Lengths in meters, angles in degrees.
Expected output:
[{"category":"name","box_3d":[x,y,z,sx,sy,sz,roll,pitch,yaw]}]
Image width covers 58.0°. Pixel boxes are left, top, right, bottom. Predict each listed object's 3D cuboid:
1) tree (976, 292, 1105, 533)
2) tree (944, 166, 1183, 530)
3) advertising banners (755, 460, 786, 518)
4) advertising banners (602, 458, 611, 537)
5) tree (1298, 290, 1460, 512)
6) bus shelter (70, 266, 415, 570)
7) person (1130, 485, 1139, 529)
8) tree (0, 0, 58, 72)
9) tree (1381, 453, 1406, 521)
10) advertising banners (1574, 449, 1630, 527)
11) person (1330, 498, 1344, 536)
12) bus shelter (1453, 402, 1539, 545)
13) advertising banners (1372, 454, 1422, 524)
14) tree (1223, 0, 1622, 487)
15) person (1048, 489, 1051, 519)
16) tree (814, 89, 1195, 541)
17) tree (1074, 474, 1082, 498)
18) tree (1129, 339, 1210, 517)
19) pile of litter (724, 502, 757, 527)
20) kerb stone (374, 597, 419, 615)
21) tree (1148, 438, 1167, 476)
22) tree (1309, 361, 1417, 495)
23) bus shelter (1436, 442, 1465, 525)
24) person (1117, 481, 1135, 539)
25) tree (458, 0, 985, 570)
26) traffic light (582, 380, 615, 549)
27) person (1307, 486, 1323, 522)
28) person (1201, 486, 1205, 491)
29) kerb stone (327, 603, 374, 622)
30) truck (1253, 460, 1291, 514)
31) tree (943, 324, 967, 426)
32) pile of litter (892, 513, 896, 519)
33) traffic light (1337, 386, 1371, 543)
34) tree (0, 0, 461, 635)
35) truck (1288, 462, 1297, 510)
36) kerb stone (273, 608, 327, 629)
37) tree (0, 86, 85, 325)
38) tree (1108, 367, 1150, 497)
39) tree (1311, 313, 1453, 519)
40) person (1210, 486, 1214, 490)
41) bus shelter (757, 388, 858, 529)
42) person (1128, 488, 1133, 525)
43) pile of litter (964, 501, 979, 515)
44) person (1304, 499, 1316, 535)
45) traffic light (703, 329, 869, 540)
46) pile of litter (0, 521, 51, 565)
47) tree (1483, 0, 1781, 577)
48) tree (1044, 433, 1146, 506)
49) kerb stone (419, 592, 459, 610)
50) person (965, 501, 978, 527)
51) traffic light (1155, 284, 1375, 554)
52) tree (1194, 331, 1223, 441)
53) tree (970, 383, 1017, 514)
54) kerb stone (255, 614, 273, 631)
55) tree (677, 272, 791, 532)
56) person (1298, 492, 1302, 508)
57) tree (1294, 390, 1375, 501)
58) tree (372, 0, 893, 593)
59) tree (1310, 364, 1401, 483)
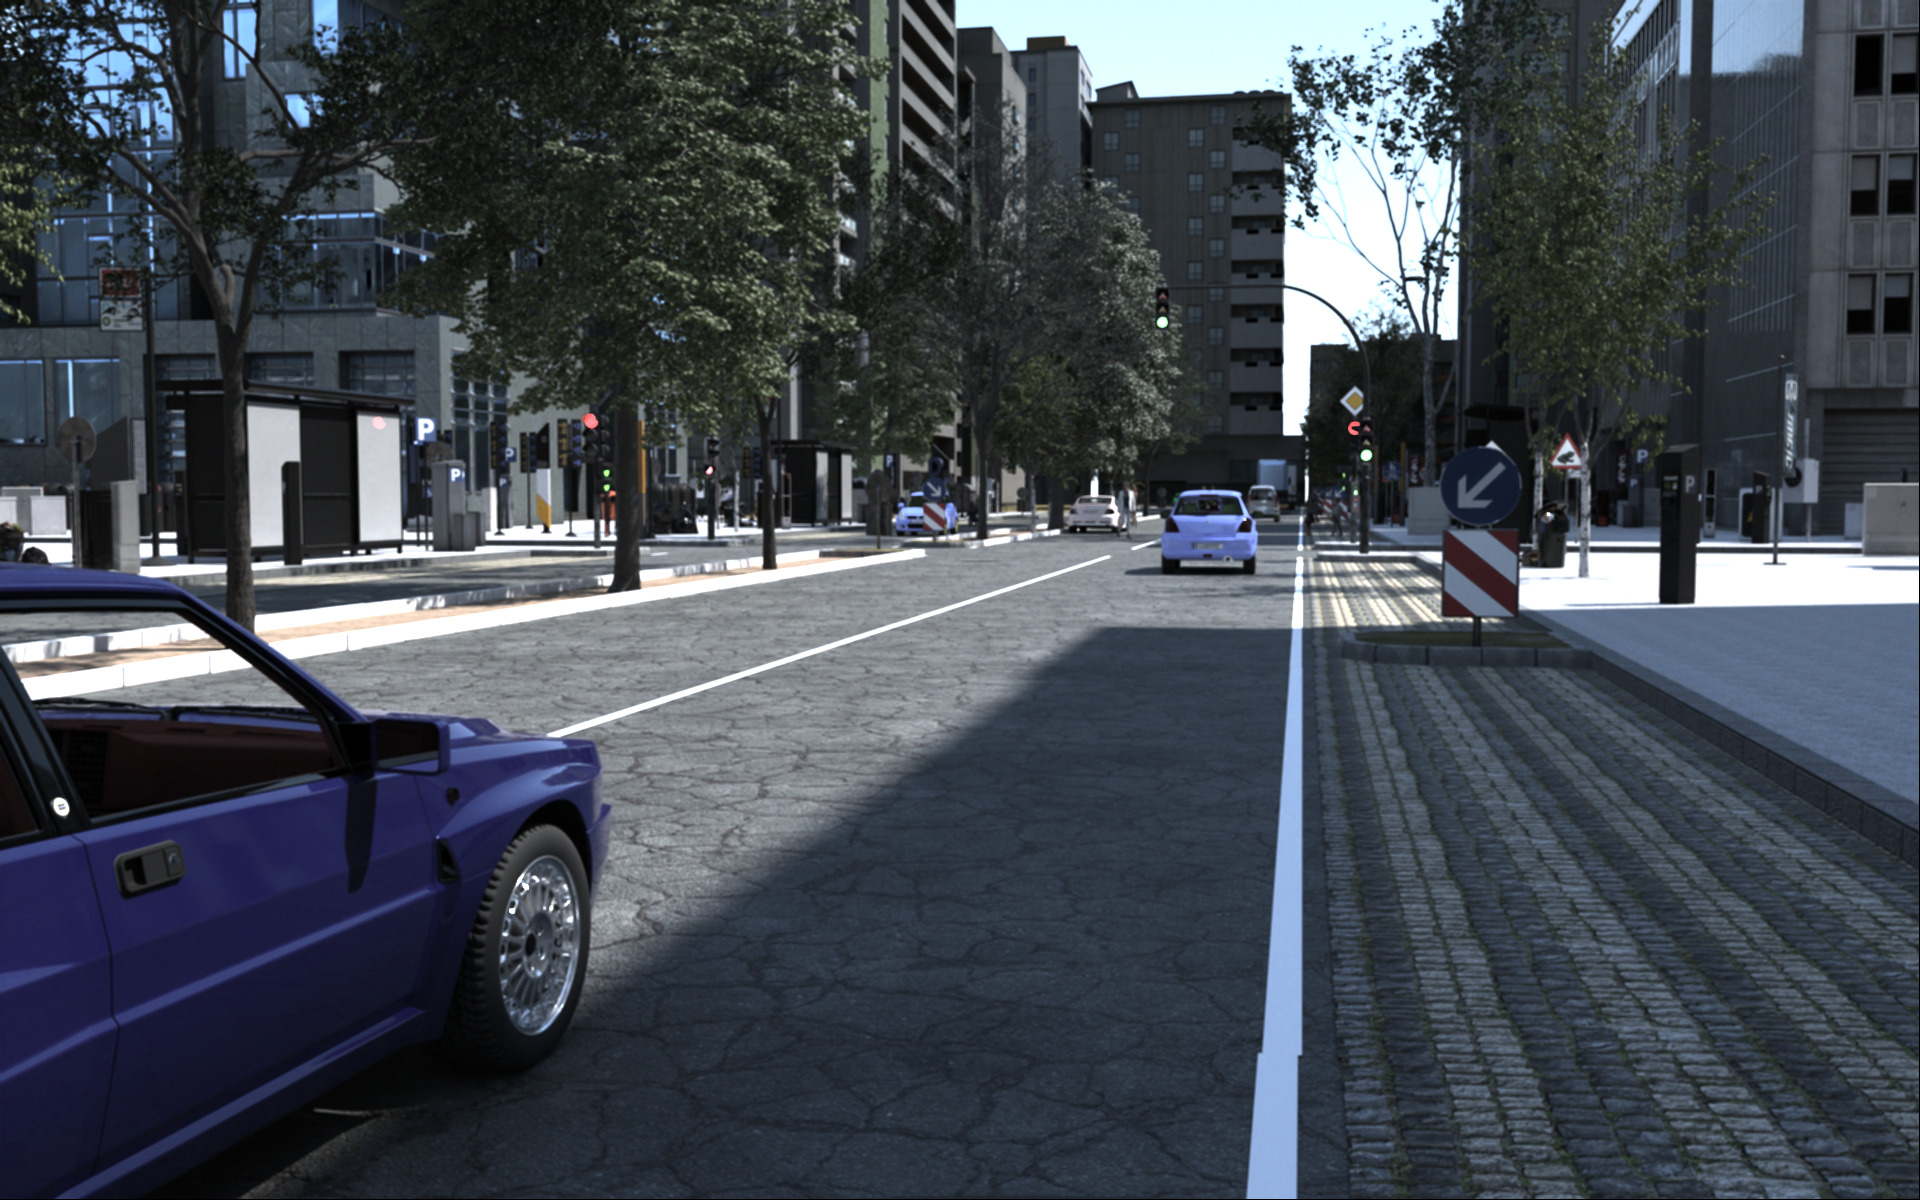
[{"category":"tree","box_3d":[2.612,-6.634,61.287,4.737,8.622,4.395,0,3,0]},{"category":"tree","box_3d":[3.825,-9.743,68.411,9.857,13.997,8.962,0,3,0]},{"category":"advertising banners","box_3d":[-9.669,-5.666,88.833,2.074,3.025,0.090,2,4,33]},{"category":"advertising banners","box_3d":[-10.495,-3.373,51.339,0.090,3.025,2.074,0,4,-6]},{"category":"tree","box_3d":[25.137,-11.888,104.737,12.009,13.543,11.850,0,3,0]},{"category":"bus shelter","box_3d":[-13.605,-3.391,33.081,2.179,5.291,8.768,1,4,11]},{"category":"person","box_3d":[7.157,-3.869,71.733,0.573,1.828,0.580,0,4,-6]},{"category":"tree","box_3d":[-7.846,-3.499,10.033,4.360,8.622,3.978,0,3,0]},{"category":"tree","box_3d":[20.370,-5.326,81.689,1.663,3.219,1.824,0,3,0]},{"category":"advertising banners","box_3d":[25.193,-4.389,67.946,2.074,3.025,0.090,0,4,7]},{"category":"person","box_3d":[12.769,-2.802,58.583,0.475,1.303,0.640,3,5,40]},{"category":"bus shelter","box_3d":[14.493,-3.409,47.026,1.731,3.624,6.357,1,4,11]},{"category":"advertising banners","box_3d":[18.979,-4.837,75.279,2.074,3.025,0.090,1,4,15]},{"category":"tree","box_3d":[15.165,-12.336,57.587,12.611,20.169,13.585,0,3,0]},{"category":"person","box_3d":[5.234,-5.566,100.045,0.362,1.759,0.519,1,4,15]},{"category":"tree","box_3d":[0.688,-8.554,52.690,12.009,13.543,11.850,0,3,0]},{"category":"tree","box_3d":[10.520,-9.718,153.483,1.663,3.219,1.824,0,3,0]},{"category":"tree","box_3d":[11.697,-10.984,107.803,9.928,11.665,9.643,0,3,0]},{"category":"pile of litter","box_3d":[-8.670,-3.295,67.839,1.176,0.858,1.719,-1,4,-9]},{"category":"kerb stone","box_3d":[-6.828,0.093,20.775,0.120,0.150,1.000,1,4,11]},{"category":"tree","box_3d":[19.367,-15.995,195.933,8.767,10.594,7.601,-1,4,-17]},{"category":"tree","box_3d":[29.146,-12.201,125.248,9.928,11.665,9.643,0,3,0]},{"category":"bus shelter","box_3d":[19.975,-4.565,68.558,2.014,3.302,5.546,1,4,11]},{"category":"person","box_3d":[5.284,-2.875,55.386,0.514,1.842,0.818,-1,4,-19]},{"category":"tree","box_3d":[-3.505,-5.865,32.759,8.767,10.594,7.601,1,4,11]},{"category":"traffic light","box_3d":[-8.501,-3.159,40.570,0.839,4.253,0.868,1,4,11]},{"category":"person","box_3d":[17.878,-4.829,87.411,0.822,1.834,0.622,1,4,15]},{"category":"person","box_3d":[12.483,-4.907,88.502,0.659,1.850,0.755,0,4,-8]},{"category":"kerb stone","box_3d":[-7.033,0.148,19.772,0.120,0.150,1.000,1,4,11]},{"category":"truck","box_3d":[23.500,-8.600,130.367,2.967,4.110,18.799,1,4,10]},{"category":"tree","box_3d":[-3.098,-10.035,82.196,7.486,12.596,7.792,0,3,0]},{"category":"pile of litter","box_3d":[-3.875,-4.690,90.643,1.719,0.858,1.176,1,4,11]},{"category":"traffic light","box_3d":[10.231,-3.432,45.036,0.839,4.253,0.868,1,4,11]},{"category":"tree","box_3d":[-6.506,-4.833,15.896,8.767,10.594,7.601,1,4,11]},{"category":"truck","box_3d":[29.558,-10.419,159.267,2.839,4.237,11.283,1,4,10]},{"category":"kerb stone","box_3d":[-7.223,0.211,18.761,0.120,0.150,1.000,1,4,11]},{"category":"tree","box_3d":[-14.723,-4.558,24.880,4.737,8.622,4.395,0,3,0]},{"category":"tree","box_3d":[7.629,-8.168,86.368,4.737,8.622,4.395,0,3,0]},{"category":"tree","box_3d":[21.774,-9.459,89.064,7.601,10.594,8.767,0,4,-1]},{"category":"person","box_3d":[12.404,-4.712,85.503,0.822,1.834,0.622,-2,4,-33]},{"category":"bus shelter","box_3d":[-6.138,-5.538,68.174,2.179,5.291,8.768,1,4,11]},{"category":"person","box_3d":[7.403,-4.101,76.230,0.598,1.740,0.731,-2,4,-33]},{"category":"pile of litter","box_3d":[1.343,-6.404,118.664,1.719,0.858,1.176,0,4,-6]},{"category":"person","box_3d":[12.063,-2.844,59.663,0.362,1.253,0.373,-3,4,-36]},{"category":"traffic light","box_3d":[-4.883,-4.487,48.034,4.771,5.953,1.251,1,4,11]},{"category":"pile of litter","box_3d":[-15.178,-0.821,27.388,1.719,0.858,1.176,-2,4,-35]},{"category":"tree","box_3d":[9.691,-4.639,26.212,4.737,8.622,4.395,0,3,0]},{"category":"tree","box_3d":[9.485,-12.606,140.519,7.601,10.594,8.767,-1,4,-19]},{"category":"kerb stone","box_3d":[-6.633,0.025,21.793,0.120,0.150,1.000,1,4,11]},{"category":"person","box_3d":[0.670,-3.766,75.575,1.012,1.151,0.738,0,4,-7]},{"category":"traffic light","box_3d":[6.613,-3.841,37.467,4.771,5.953,1.251,1,4,11]},{"category":"tree","box_3d":[9.439,-11.189,95.766,12.009,13.543,11.850,0,3,0]},{"category":"tree","box_3d":[2.509,-9.749,109.759,4.360,8.622,3.978,0,3,0]},{"category":"kerb stone","box_3d":[-7.422,0.271,17.758,0.120,0.150,1.000,1,4,11]},{"category":"tree","box_3d":[-7.542,-6.577,57.900,4.737,8.622,4.395,0,3,0]},{"category":"person","box_3d":[35.181,-10.344,179.085,0.415,1.643,0.593,1,4,18]},{"category":"tree","box_3d":[42.386,-17.578,194.062,9.857,13.997,8.962,0,3,0]},{"category":"tree","box_3d":[-4.860,-6.398,25.189,7.486,12.596,7.792,0,3,0]},{"category":"tree","box_3d":[31.706,-13.482,138.562,7.486,12.596,7.792,0,3,0]}]
